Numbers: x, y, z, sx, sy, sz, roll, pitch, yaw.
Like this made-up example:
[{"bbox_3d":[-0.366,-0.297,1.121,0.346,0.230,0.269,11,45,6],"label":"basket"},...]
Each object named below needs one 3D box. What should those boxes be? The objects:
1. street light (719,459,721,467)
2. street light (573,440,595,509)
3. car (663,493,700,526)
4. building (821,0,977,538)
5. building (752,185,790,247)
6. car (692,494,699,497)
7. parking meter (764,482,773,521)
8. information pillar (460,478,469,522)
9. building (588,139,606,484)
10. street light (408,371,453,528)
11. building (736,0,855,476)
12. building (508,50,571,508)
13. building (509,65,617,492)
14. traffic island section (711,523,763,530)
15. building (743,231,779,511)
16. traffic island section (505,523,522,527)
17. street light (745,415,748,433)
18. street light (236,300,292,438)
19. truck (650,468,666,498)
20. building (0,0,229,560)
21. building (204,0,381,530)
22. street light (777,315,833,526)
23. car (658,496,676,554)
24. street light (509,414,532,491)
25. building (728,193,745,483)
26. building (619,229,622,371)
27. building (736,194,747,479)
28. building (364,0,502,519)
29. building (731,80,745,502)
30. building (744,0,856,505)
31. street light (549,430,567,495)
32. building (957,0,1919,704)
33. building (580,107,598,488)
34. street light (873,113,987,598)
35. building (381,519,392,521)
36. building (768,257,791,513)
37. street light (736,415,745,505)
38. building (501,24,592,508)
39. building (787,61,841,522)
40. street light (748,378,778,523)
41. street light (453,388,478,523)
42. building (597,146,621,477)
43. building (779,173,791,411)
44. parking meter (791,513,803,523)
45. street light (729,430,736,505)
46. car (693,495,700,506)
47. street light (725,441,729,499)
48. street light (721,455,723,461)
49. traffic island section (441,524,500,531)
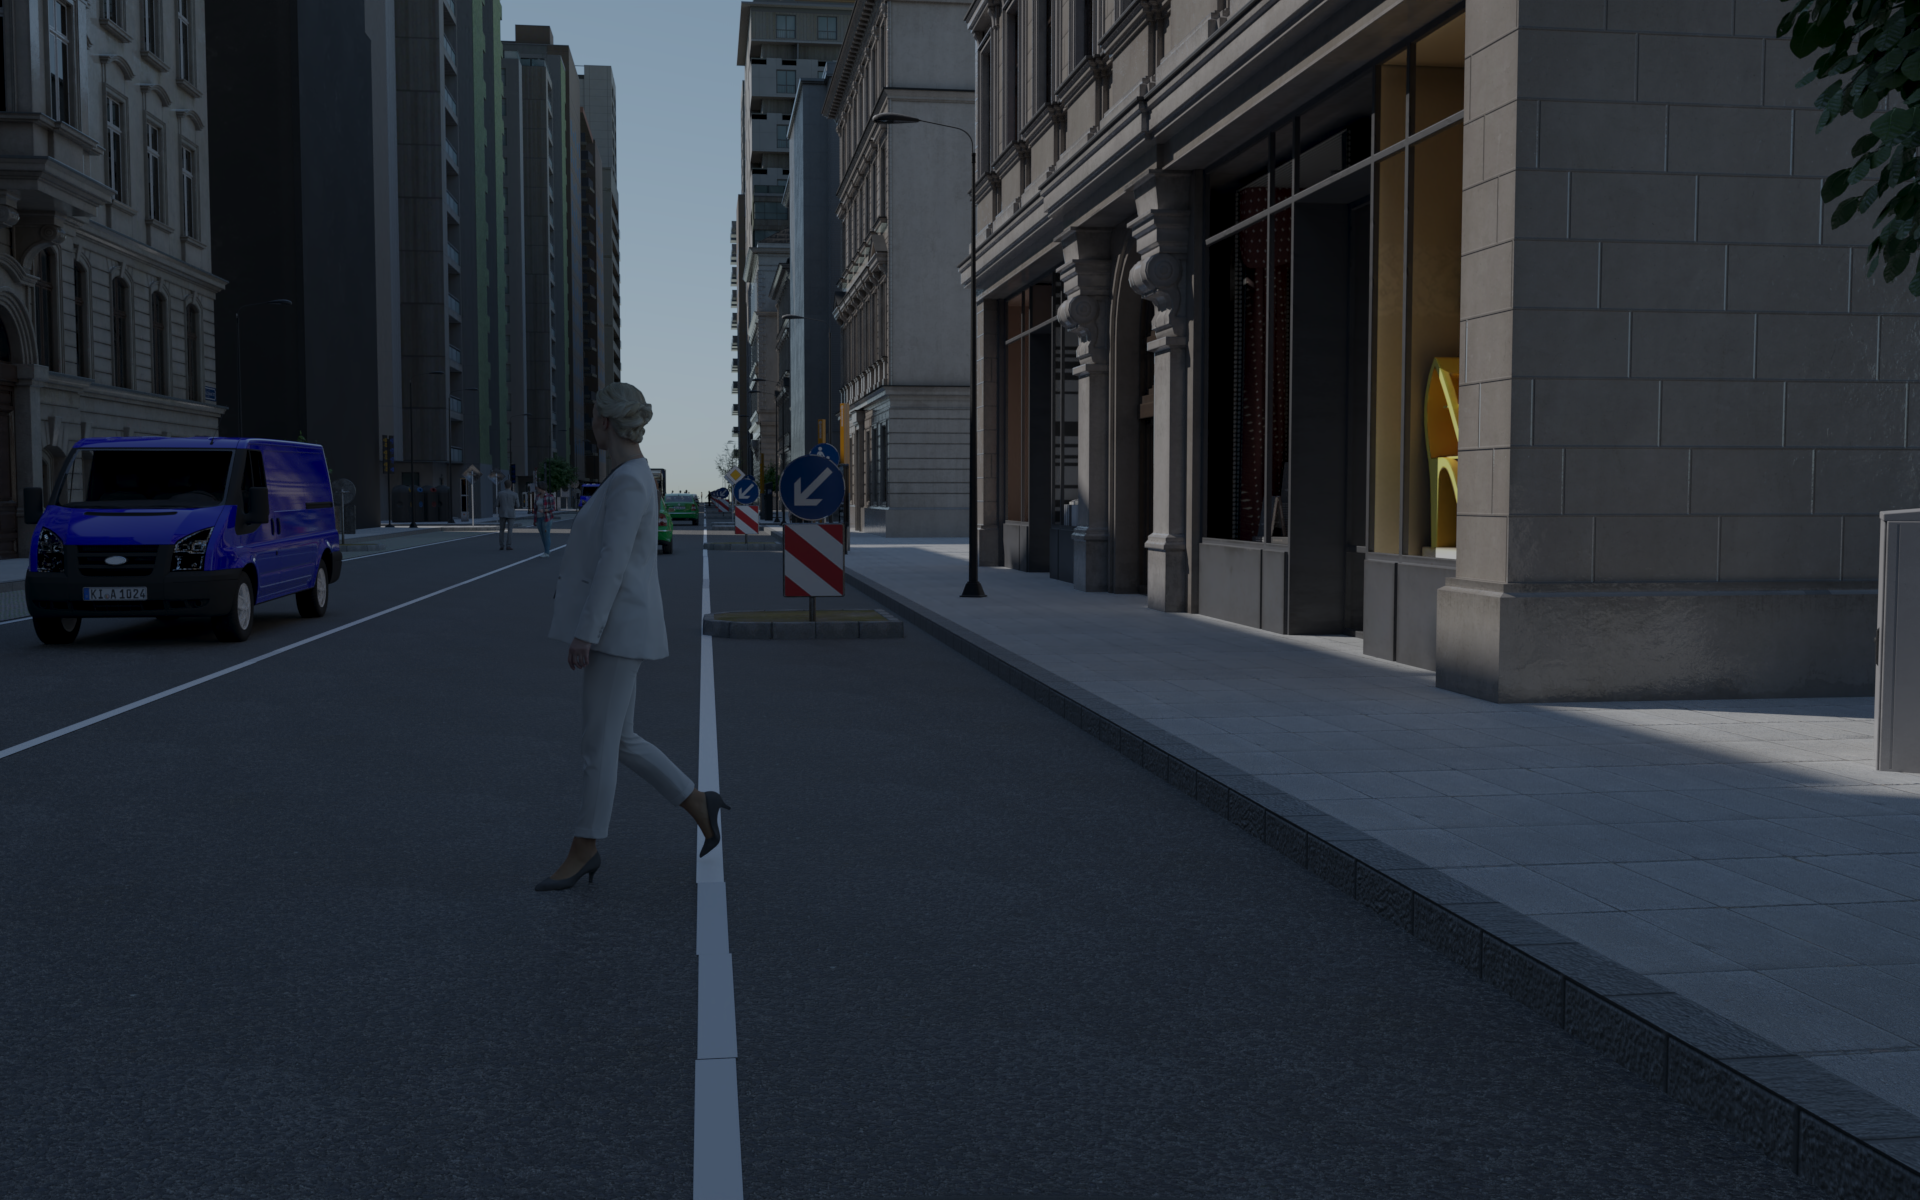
[{"bbox_3d":[-27.322,-14.132,203.603,1.470,5.913,1.316,-1,4,-8],"label":"street light"},{"bbox_3d":[-32.986,-10.946,151.508,1.470,5.913,1.316,-1,4,-8],"label":"street light"},{"bbox_3d":[-13.004,-4.358,80.048,1.959,1.807,4.718,-1,4,-10],"label":"car"},{"bbox_3d":[1.157,-11.943,59.901,10.561,19.102,19.286,-1,4,-8],"label":"building"},{"bbox_3d":[-12.732,-24.058,165.056,14.160,30.474,14.107,-1,4,-8],"label":"building"},{"bbox_3d":[-42.824,-16.436,277.521,1.959,1.807,4.718,0,4,-8],"label":"car"},{"bbox_3d":[-9.217,-4.745,83.285,0.399,1.863,0.255,-2,4,-28],"label":"parking meter"},{"bbox_3d":[-23.039,-4.652,80.555,0.304,2.012,0.304,0,4,-2],"label":"information pillar"},{"bbox_3d":[-51.157,-34.412,212.742,14.600,45.320,14.200,-1,4,-8],"label":"building"},{"bbox_3d":[-20.189,-5.689,65.559,1.470,5.913,1.316,-1,4,-8],"label":"street light"},{"bbox_3d":[-9.084,-36.493,185.898,28.713,52.752,27.495,-1,4,-8],"label":"building"},{"bbox_3d":[-42.933,-28.876,155.715,14.154,41.232,14.086,-1,4,-8],"label":"building"},{"bbox_3d":[-66.194,-52.289,293.176,20.563,71.187,20.611,-1,4,-8],"label":"building"},{"bbox_3d":[-8.963,-2.897,69.649,2.009,0.180,2.903,-1,4,-8],"label":"traffic island section"},{"bbox_3d":[-12.085,-19.222,143.159,11.050,23.489,19.941,-1,4,-8],"label":"building"},{"bbox_3d":[-20.360,-3.289,76.051,2.009,0.180,2.903,-1,4,-8],"label":"traffic island section"},{"bbox_3d":[-8.764,-6.431,77.680,1.470,5.913,1.316,-1,4,-8],"label":"street light"},{"bbox_3d":[-16.656,-4.214,41.443,1.470,5.913,1.316,-1,4,-8],"label":"street light"},{"bbox_3d":[-33.644,-12.290,189.850,2.839,4.237,11.283,0,4,-8],"label":"truck"},{"bbox_3d":[-23.992,-13.020,31.969,14.460,24.649,34.723,-1,4,-8],"label":"building"},{"bbox_3d":[-29.403,-14.043,59.284,15.834,23.373,12.332,-1,4,-8],"label":"building"},{"bbox_3d":[-3.908,-4.434,45.039,1.470,5.913,1.316,-1,4,-8],"label":"street light"},{"bbox_3d":[-7.975,-2.067,42.600,1.959,1.807,4.718,-1,4,-10],"label":"car"},{"bbox_3d":[-25.392,-7.796,100.011,1.470,5.913,1.316,-1,4,-8],"label":"street light"},{"bbox_3d":[-25.081,-40.093,275.130,23.786,49.044,30.456,-1,4,-8],"label":"building"},{"bbox_3d":[-63.951,-39.640,267.723,23.786,49.044,30.456,-1,4,-8],"label":"building"},{"bbox_3d":[-25.343,-36.828,252.240,14.600,45.320,14.200,-1,4,-8],"label":"building"},{"bbox_3d":[-36.409,-25.970,108.206,14.154,41.232,14.086,-1,4,-8],"label":"building"},{"bbox_3d":[-29.436,-52.680,299.575,20.563,71.187,20.611,-1,4,-8],"label":"building"},{"bbox_3d":[-15.740,-41.030,212.845,21.231,58.520,28.212,-1,4,-8],"label":"building"},{"bbox_3d":[-28.994,-9.311,124.775,1.470,5.913,1.316,-1,4,-8],"label":"street light"},{"bbox_3d":[4.783,-10.965,30.190,10.553,20.767,40.483,-1,4,-8],"label":"building"},{"bbox_3d":[-51.842,-32.792,190.774,22.147,44.769,28.867,-1,4,-8],"label":"building"},{"bbox_3d":[-0.370,-2.985,21.349,1.470,5.913,1.316,-1,4,-8],"label":"street light"},{"bbox_3d":[-31.738,-24.649,86.611,14.154,41.232,14.086,-1,4,-8],"label":"building"},{"bbox_3d":[-7.929,-15.809,123.106,10.561,19.102,19.286,-1,4,-8],"label":"building"},{"bbox_3d":[-12.267,-7.910,101.863,1.470,5.913,1.316,-1,4,-8],"label":"street light"},{"bbox_3d":[-44.534,-31.774,169.623,14.600,45.320,14.200,-1,4,-8],"label":"building"},{"bbox_3d":[6.784,-16.382,86.914,30.058,24.678,14.314,-1,4,-8],"label":"building"},{"bbox_3d":[-7.653,-5.943,69.715,1.470,5.913,1.316,-1,4,-8],"label":"street light"},{"bbox_3d":[-21.777,-6.320,75.869,1.470,5.913,1.316,-1,4,-8],"label":"street light"},{"bbox_3d":[-58.848,-37.830,242.229,21.300,48.544,21.600,-1,4,-8],"label":"building"},{"bbox_3d":[-4.636,-16.804,103.627,11.050,23.489,19.941,-1,4,-8],"label":"building"},{"bbox_3d":[-5.233,-2.890,55.656,0.372,1.533,0.369,0,3,0],"label":"parking meter"},{"bbox_3d":[-15.920,-9.404,126.290,1.470,5.913,1.316,-1,4,-8],"label":"street light"},{"bbox_3d":[-31.514,-11.656,202.939,2.083,1.381,4.827,0,4,-7],"label":"car"},{"bbox_3d":[-20.233,-11.197,155.610,1.470,5.913,1.316,-1,4,-8],"label":"street light"},{"bbox_3d":[-23.702,-12.656,179.468,1.470,5.913,1.316,-1,4,-8],"label":"street light"},{"bbox_3d":[-19.195,-2.806,68.151,2.009,0.180,2.903,-1,4,-8],"label":"traffic island section"}]
